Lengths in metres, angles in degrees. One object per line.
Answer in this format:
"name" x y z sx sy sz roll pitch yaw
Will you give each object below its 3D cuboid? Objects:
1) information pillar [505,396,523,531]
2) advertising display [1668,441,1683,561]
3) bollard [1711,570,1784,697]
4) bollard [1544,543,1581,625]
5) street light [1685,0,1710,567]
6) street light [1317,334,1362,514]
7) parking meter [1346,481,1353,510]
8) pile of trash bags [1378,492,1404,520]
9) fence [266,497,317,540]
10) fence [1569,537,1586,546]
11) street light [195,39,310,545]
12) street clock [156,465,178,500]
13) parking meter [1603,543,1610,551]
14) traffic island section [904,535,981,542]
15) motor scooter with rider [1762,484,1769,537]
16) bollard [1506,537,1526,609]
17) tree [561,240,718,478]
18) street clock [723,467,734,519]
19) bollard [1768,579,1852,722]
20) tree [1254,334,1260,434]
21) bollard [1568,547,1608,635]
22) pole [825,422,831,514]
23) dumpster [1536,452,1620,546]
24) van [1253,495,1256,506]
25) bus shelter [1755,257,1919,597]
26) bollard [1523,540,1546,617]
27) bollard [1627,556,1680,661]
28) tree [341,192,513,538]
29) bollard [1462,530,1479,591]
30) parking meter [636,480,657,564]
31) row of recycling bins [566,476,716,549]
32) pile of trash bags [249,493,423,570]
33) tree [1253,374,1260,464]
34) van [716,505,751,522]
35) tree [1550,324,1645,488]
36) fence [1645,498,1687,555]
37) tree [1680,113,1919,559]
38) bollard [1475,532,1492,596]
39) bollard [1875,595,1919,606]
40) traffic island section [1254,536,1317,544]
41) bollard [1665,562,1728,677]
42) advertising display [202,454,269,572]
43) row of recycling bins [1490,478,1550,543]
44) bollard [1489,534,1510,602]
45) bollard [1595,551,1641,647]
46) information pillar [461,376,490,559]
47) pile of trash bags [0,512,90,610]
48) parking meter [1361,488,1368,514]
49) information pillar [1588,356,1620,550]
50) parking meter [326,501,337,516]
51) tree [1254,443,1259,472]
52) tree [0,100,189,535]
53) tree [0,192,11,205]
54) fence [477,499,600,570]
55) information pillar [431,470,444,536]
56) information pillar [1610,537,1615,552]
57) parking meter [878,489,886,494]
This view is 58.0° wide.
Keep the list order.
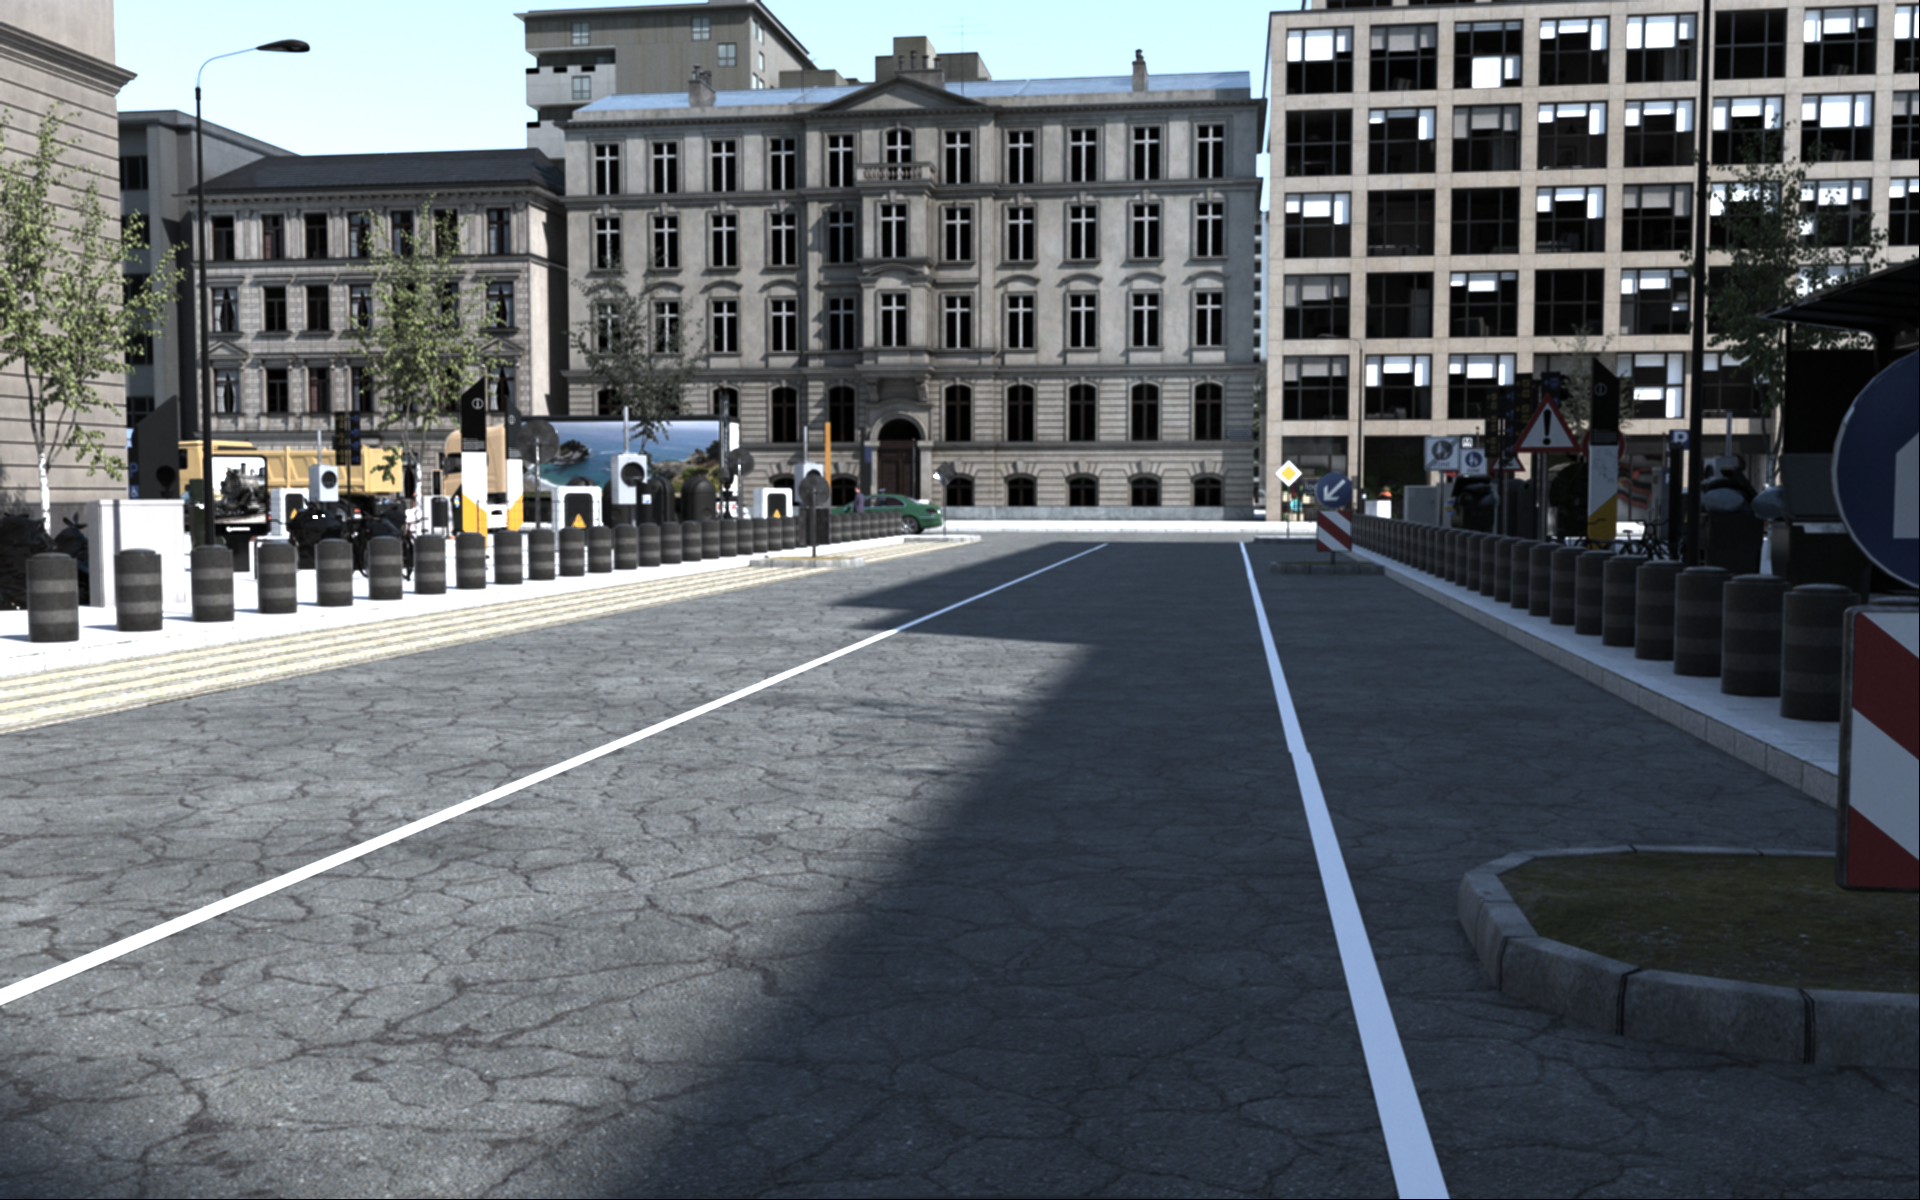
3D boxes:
"information pillar" -10.717 -3.072 41.579 0.183 3.616 0.504 2 4 29
"advertising display" 8.867 -0.994 21.474 0.123 1.923 0.974 2 4 24
"bollard" 5.106 0.221 11.106 0.404 0.777 0.398 0 3 0
"bollard" 6.032 -0.144 17.064 0.404 0.777 0.398 0 3 0
"street light" 5.411 -2.536 14.009 1.470 5.913 1.316 1 4 9
"street light" 11.075 -4.761 50.376 1.470 5.913 1.316 1 4 9
"parking meter" 17.327 -4.365 77.075 0.255 1.863 0.399 1 4 20
"pile of trash bags" 19.785 -4.067 76.249 1.912 1.369 3.447 -3 4 -36
"fence" -18.018 -2.103 45.586 2.264 1.192 0.480 -2 4 -35
"fence" 14.709 -1.818 40.924 0.480 1.192 2.264 2 4 35
"street light" -7.321 -2.775 17.916 1.470 5.913 1.316 1 4 9
"street clock" -20.041 -2.400 43.805 0.471 2.002 0.358 -1 4 -11
"parking meter" 11.114 -1.327 30.115 0.372 1.533 0.369 0 3 0
"traffic island section" -0.484 -1.855 52.613 2.009 0.180 2.903 1 4 9
"motor scooter with rider" 23.706 -2.608 51.606 1.986 1.779 0.876 0 4 7
"bollard" 6.403 -0.290 19.457 0.404 0.777 0.398 0 3 0
"tree" -9.510 -6.162 51.118 4.360 8.622 3.978 0 3 0
"street clock" -6.319 -2.597 47.033 0.358 2.002 0.471 -2 4 -30
"bollard" 4.927 0.294 9.918 0.404 0.777 0.398 0 3 0
"tree" 34.845 -20.960 198.592 12.611 20.169 13.585 0 3 0
"bollard" 5.850 -0.070 15.863 0.404 0.777 0.398 0 3 0
"pole" -3.754 -3.389 49.250 0.158 3.312 0.155 0 3 0
"dumpster" 13.713 -2.205 38.538 1.502 2.255 1.985 1 4 9
"van" 26.284 -9.330 159.558 2.013 2.044 4.112 1 4 9
"bus shelter" 10.733 -1.726 19.510 1.731 3.624 6.357 1 4 9
"bollard" 6.217 -0.217 18.269 0.404 0.777 0.398 0 3 0
"bollard" 5.478 0.075 13.489 0.404 0.777 0.398 0 3 0
"tree" -13.470 -5.681 43.240 4.737 8.622 4.395 0 3 0
"bollard" 6.955 -0.509 23.038 0.404 0.777 0.398 0 3 0
"parking meter" -5.794 -1.443 32.009 0.372 1.533 0.369 0 3 0
"row of recycling bins" -7.488 -2.050 40.630 3.534 1.692 1.069 0 4 -6
"pile of trash bags" -11.188 -1.251 30.200 3.447 1.369 1.912 1 4 9
"tree" 26.366 -13.384 136.949 7.486 12.596 7.792 0 3 0
"van" -10.007 -3.587 65.658 4.112 2.044 2.013 0 4 8
"tree" 27.079 -7.577 74.248 4.360 8.622 3.978 0 3 0
"fence" 15.623 -1.611 37.539 2.264 1.192 0.480 -3 5 -40
"tree" 15.939 -5.091 33.605 4.737 8.622 4.395 0 3 0
"bollard" 6.772 -0.436 21.843 0.404 0.777 0.398 0 3 0
"bollard" 4.742 0.366 8.731 0.404 0.777 0.398 0 3 0
"traffic island section" 9.685 -1.759 51.037 2.009 0.180 2.903 1 4 9
"bollard" 5.293 0.148 12.301 0.404 0.777 0.398 0 3 0
"advertising display" -11.843 -1.415 28.341 0.974 1.923 0.123 -2 4 -31
"row of recycling bins" 14.614 -2.415 46.597 1.069 1.692 3.534 -1 4 -19
"bollard" 6.587 -0.363 20.655 0.404 0.777 0.398 0 3 0
"bollard" 5.662 0.003 14.676 0.404 0.777 0.398 0 3 0
"information pillar" -9.604 -2.626 34.297 0.504 3.616 0.183 -1 4 -14
"pile of trash bags" -11.110 -0.576 19.177 1.912 1.369 3.447 1 4 12
"parking meter" 16.019 -3.701 68.922 0.372 1.533 0.369 0 3 0
"information pillar" 10.957 -2.335 29.529 0.504 3.616 0.183 0 4 -3
"parking meter" -19.843 -2.990 54.595 0.399 1.863 0.255 3 4 38
"tree" 32.259 -13.967 178.721 4.737 8.622 4.395 0 3 0
"tree" -17.064 -5.023 32.488 4.737 8.622 4.395 0 3 0
"tree" -14.193 -4.388 22.103 4.360 8.622 3.978 0 3 0
"fence" -7.077 -1.093 29.077 2.264 1.192 0.480 0 4 6
"information pillar" -15.873 -2.946 52.666 0.304 2.012 0.304 0 4 -7
"information pillar" 13.680 -1.968 36.676 0.304 2.012 0.304 -3 4 -38
"parking meter" -3.600 -4.388 80.157 0.372 1.533 0.369 0 3 0
